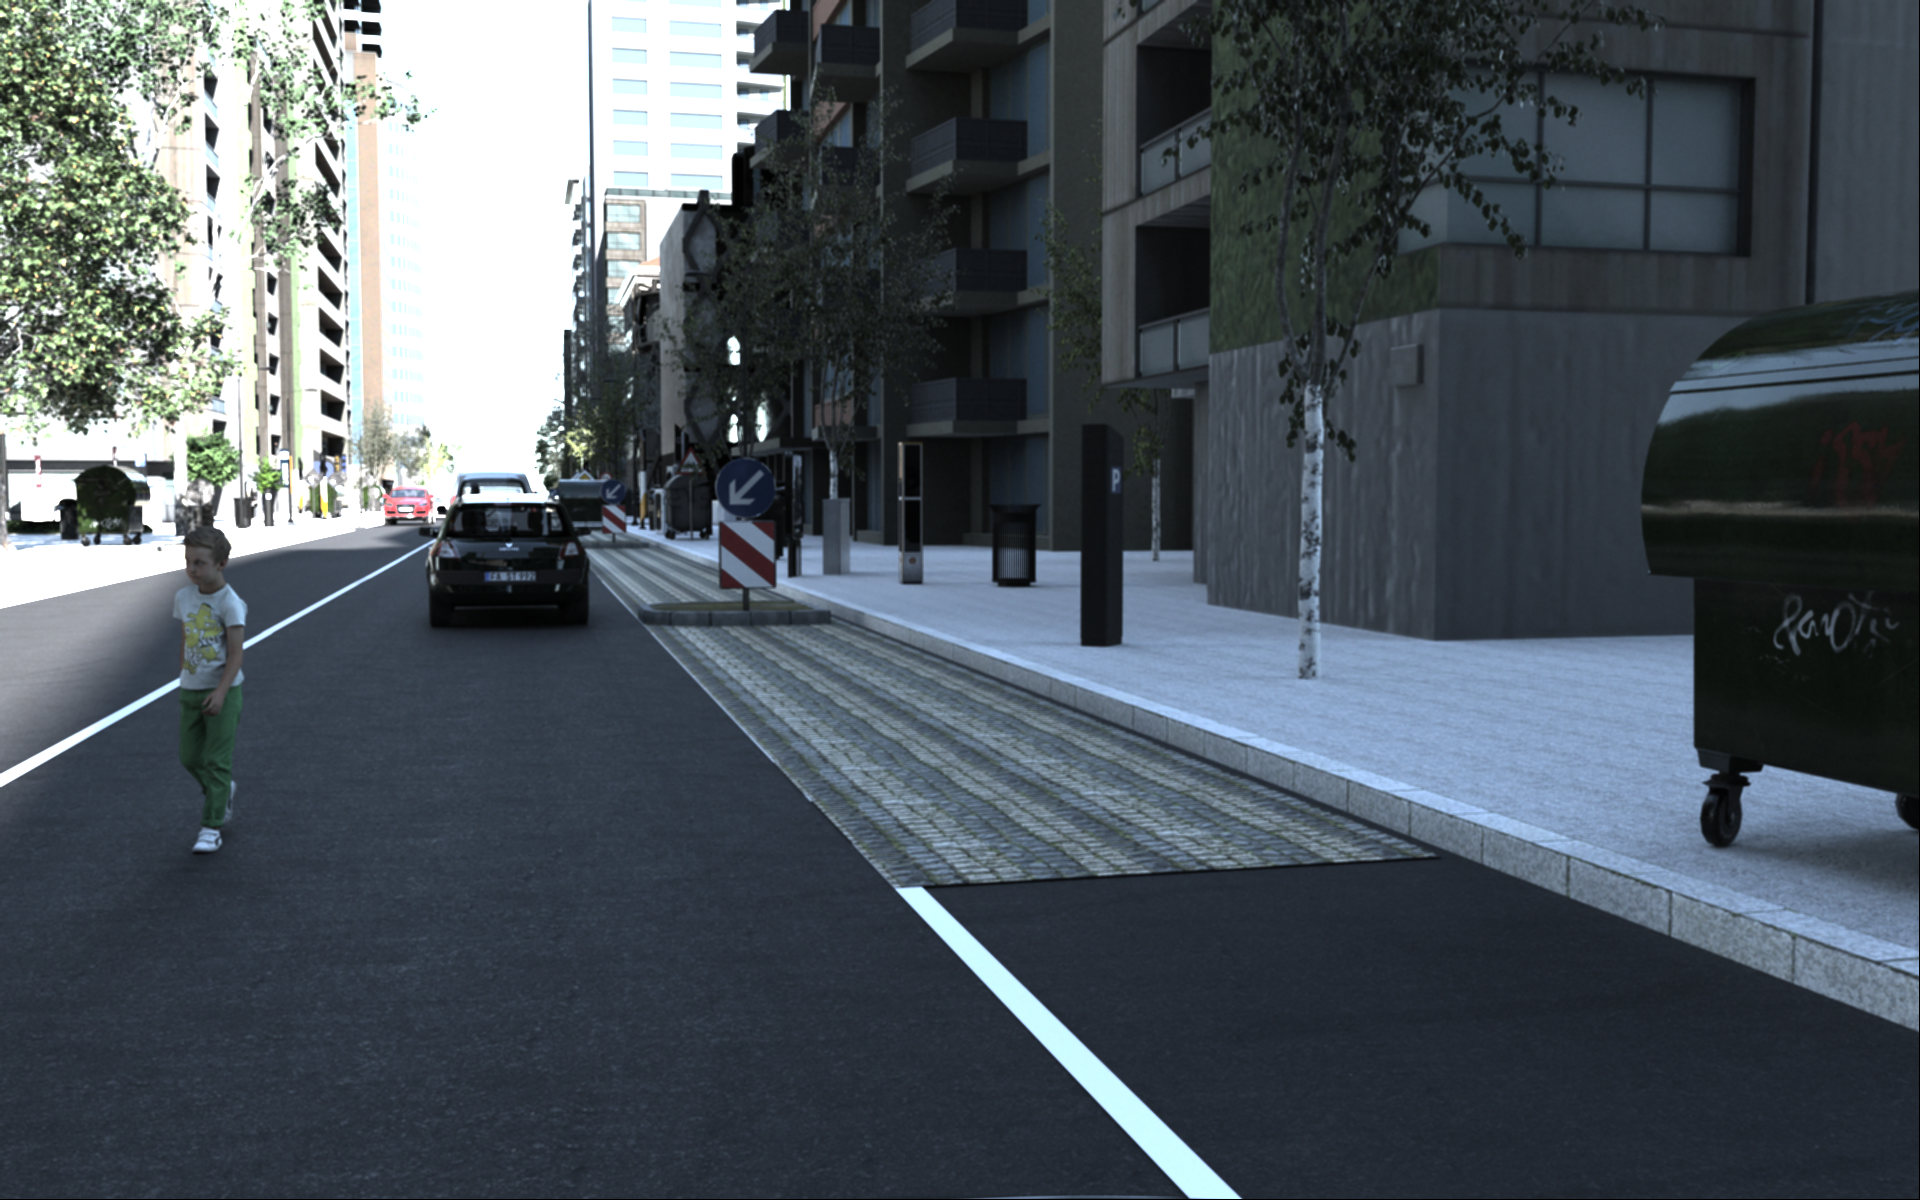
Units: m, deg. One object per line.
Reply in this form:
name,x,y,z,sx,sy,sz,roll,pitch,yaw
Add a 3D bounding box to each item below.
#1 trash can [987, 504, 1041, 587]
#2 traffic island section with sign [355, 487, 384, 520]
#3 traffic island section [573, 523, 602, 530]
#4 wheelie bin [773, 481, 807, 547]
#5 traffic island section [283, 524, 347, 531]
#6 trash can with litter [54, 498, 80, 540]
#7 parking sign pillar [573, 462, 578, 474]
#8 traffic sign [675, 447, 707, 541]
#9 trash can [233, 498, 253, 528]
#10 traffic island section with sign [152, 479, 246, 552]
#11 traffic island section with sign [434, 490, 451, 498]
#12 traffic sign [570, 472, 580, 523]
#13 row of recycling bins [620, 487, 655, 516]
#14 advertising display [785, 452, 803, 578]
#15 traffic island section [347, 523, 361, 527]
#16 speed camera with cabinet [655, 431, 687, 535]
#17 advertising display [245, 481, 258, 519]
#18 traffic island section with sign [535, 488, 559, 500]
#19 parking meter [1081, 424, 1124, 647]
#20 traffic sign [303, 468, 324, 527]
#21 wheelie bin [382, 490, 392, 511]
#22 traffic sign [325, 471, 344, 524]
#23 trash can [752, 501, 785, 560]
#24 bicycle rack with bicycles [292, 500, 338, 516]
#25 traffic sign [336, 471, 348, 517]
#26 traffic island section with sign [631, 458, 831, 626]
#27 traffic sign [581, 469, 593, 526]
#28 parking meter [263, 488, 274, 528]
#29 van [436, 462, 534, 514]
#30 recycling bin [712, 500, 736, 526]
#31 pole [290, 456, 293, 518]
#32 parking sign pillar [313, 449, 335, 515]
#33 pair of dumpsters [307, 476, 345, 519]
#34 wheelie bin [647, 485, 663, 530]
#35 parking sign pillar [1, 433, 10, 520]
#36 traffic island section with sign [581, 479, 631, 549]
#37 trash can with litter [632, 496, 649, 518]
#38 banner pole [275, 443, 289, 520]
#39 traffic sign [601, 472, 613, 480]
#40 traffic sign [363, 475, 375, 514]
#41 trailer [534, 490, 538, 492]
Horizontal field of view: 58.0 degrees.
trash can,0.752,-0.761,24.091,0.748,1.137,0.748,0,3,0
traffic island section with sign,-32.597,-5.376,96.531,1.989,1.847,2.006,-1,4,-14
traffic island section,-17.122,-3.403,77.923,2.009,0.180,2.903,-1,4,-14
wheelie bin,-4.200,-2.087,42.030,0.980,1.594,0.693,0,4,1
traffic island section,-25.224,-2.774,67.634,2.009,0.180,2.903,-1,4,-14
trash can with litter,-25.132,-2.289,48.815,0.624,1.170,1.055,-1,4,-22
parking sign pillar,-32.787,-9.736,147.657,1.447,3.967,1.447,-1,4,-13
traffic sign,-7.375,-2.907,47.531,0.884,2.594,0.081,0,4,-6
trash can,-27.123,-3.295,65.528,0.748,1.137,0.748,0,3,0
traffic island section with sign,-19.148,-2.142,43.648,1.989,1.847,2.006,-1,4,-14
traffic island section with sign,-51.762,-9.978,171.774,1.989,1.847,2.006,-1,4,-14
traffic sign,-17.143,-4.538,77.841,0.795,2.450,0.064,-1,4,-14
row of recycling bins,-18.930,-5.731,100.814,3.534,1.692,1.069,-3,4,-37
advertising display,-2.582,-1.332,26.994,0.123,1.923,0.974,0,4,4
traffic island section,-27.195,-3.247,75.373,2.009,0.180,2.903,-1,4,-14
speed camera with cabinet,-9.150,-3.708,54.960,0.660,3.252,2.038,-2,4,-26
advertising display,-36.370,-5.118,88.894,0.123,1.923,0.974,1,4,8
traffic island section with sign,-29.750,-7.189,126.162,1.989,1.847,2.006,-1,4,-14
parking meter,1.208,-0.550,14.697,0.255,1.863,0.399,2,4,27
traffic sign,-25.203,-3.910,67.578,0.795,2.450,0.064,-1,4,-14
wheelie bin,-43.366,-7.553,131.396,0.980,1.594,0.693,-2,4,-27
traffic sign,-27.174,-4.384,75.317,0.795,2.450,0.064,-1,4,-14
trash can,-3.772,-1.364,33.952,0.748,1.137,0.748,0,3,0
bicycle rack with bicycles,-37.429,-5.343,100.734,2.925,0.926,2.852,-2,4,-26
traffic sign,-34.071,-5.825,95.352,0.768,2.556,0.104,-1,4,-12
traffic island section with sign,-2.620,-0.672,19.615,1.989,1.847,2.006,-1,4,-14
traffic sign,-15.173,-4.065,70.102,0.795,2.450,0.064,-1,4,-14
parking meter,-26.580,-3.558,66.577,0.372,1.533,0.369,0,3,0
van,-8.697,-1.540,32.197,2.013,2.044,4.112,-1,4,-16
recycling bin,-9.649,-3.566,70.866,0.722,1.027,0.722,2,4,35
pole,-36.143,-6.093,93.458,0.158,3.312,0.155,0,3,0
parking sign pillar,-37.867,-7.024,103.307,1.447,3.967,1.447,-1,4,-15
pair of dumpsters,-33.389,-5.424,91.182,1.574,2.255,4.437,-1,4,-14
wheelie bin,-10.740,-3.287,61.645,0.693,1.594,0.980,-2,4,-32
parking sign pillar,-42.942,-5.400,76.759,1.447,3.967,1.447,-1,4,-16
traffic island section with sign,-9.378,-2.296,46.160,1.989,1.847,2.006,-1,4,-14
trash can with litter,-17.179,-5.025,93.551,0.624,1.170,1.055,1,4,19
banner pole,-33.211,-5.799,84.836,0.863,3.779,0.401,-2,4,-25
traffic sign,-20.027,-5.990,98.040,0.768,2.556,0.104,0,4,-7
traffic sign,-38.657,-6.926,113.351,0.768,2.556,0.104,-1,4,-12
trailer,-67.952,-16.499,276.814,1.471,1.999,3.904,-1,4,-12
